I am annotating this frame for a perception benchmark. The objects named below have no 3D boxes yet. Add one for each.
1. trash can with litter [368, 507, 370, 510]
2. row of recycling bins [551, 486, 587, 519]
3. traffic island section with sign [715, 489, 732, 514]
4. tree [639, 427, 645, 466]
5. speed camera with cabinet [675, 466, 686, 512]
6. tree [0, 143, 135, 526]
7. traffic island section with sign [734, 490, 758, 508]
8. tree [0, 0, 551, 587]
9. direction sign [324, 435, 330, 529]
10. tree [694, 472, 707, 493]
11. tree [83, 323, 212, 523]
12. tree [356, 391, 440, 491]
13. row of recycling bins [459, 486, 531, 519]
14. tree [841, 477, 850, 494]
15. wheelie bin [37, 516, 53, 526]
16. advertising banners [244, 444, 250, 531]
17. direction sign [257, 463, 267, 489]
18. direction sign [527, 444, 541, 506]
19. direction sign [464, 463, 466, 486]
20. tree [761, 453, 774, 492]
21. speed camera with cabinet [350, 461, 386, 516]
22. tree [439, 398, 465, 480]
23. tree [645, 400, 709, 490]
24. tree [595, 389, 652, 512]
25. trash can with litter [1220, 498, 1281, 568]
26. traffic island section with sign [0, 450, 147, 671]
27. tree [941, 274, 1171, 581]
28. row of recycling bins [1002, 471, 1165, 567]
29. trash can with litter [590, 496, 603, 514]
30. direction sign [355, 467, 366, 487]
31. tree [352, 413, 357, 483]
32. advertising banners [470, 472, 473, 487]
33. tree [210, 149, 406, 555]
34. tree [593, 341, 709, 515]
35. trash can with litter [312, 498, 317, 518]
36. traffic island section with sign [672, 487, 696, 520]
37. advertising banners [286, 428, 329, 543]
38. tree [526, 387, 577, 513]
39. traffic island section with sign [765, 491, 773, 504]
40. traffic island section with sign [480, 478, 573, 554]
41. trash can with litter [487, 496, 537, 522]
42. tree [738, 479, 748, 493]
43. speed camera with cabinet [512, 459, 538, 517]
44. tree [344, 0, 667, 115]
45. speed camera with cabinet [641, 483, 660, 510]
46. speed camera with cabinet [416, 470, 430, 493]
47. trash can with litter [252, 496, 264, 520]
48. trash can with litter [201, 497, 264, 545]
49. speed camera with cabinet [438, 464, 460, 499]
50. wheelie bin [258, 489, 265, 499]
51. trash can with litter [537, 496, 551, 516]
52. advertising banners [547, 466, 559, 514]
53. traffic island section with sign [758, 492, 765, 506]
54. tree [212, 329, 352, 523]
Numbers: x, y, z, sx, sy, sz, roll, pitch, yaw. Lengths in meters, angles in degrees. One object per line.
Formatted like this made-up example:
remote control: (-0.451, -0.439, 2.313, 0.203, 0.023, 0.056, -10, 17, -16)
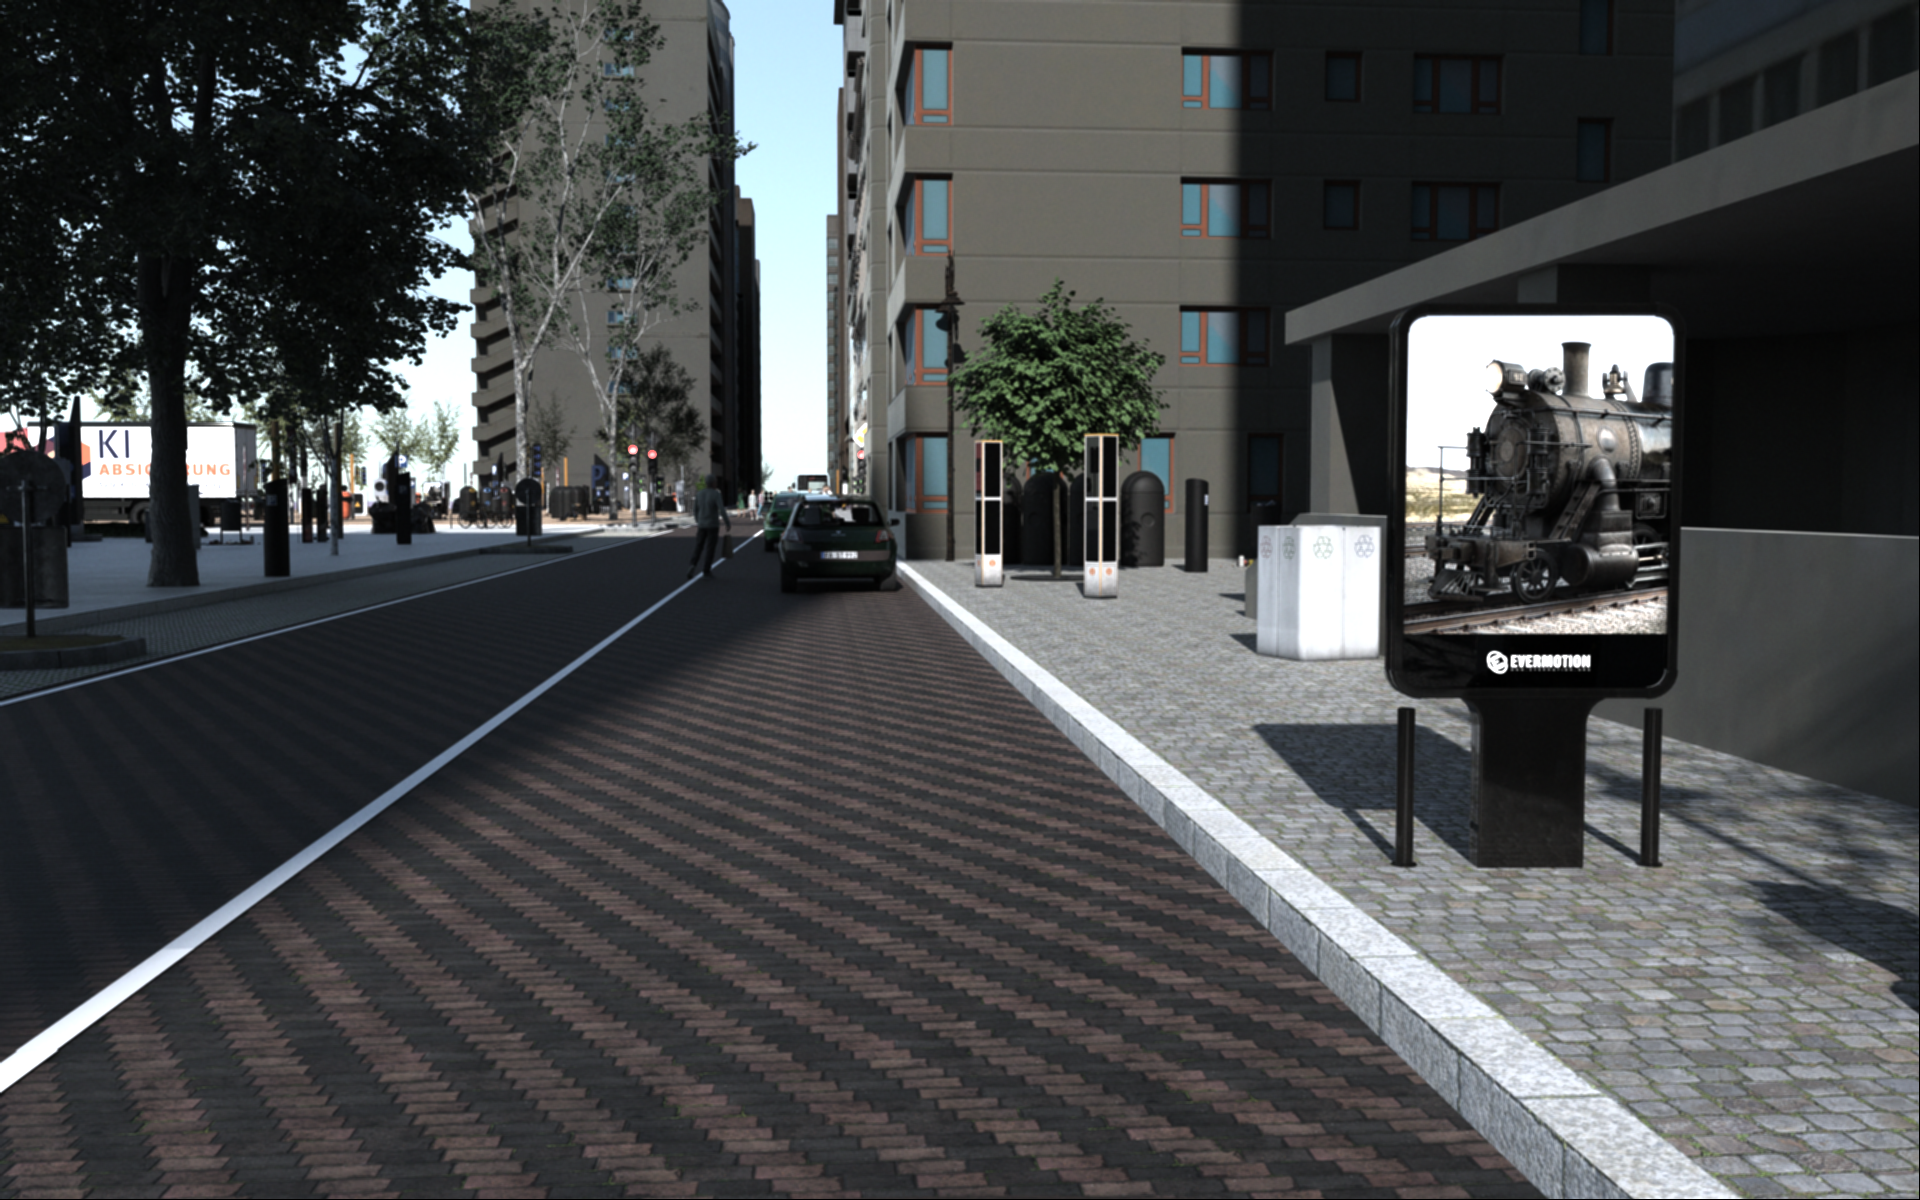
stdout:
trash can with litter: (-47.341, -7.739, 137.921, 1.055, 1.170, 0.624, 1, 4, 23)
row of recycling bins: (-20.438, -5.087, 90.291, 1.069, 1.692, 3.534, -2, 4, -33)
traffic island section with sign: (-17.414, -7.070, 124.223, 1.989, 1.847, 2.006, 0, 4, -5)
tree: (-24.516, -11.783, 143.018, 4.360, 8.622, 3.978, 0, 3, 0)
speed camera with cabinet: (-19.752, -7.835, 122.434, 0.660, 3.252, 2.038, 0, 4, -5)
tree: (-18.970, -5.179, 35.037, 4.360, 8.622, 3.978, 0, 3, 0)
traffic island section with sign: (-21.566, -10.078, 173.400, 1.989, 1.847, 2.006, 0, 4, -5)
tree: (-10.907, -7.169, 23.861, 9.857, 13.997, 8.962, 0, 3, 0)
direction sign: (-23.360, -4.395, 63.855, 0.379, 3.537, 0.876, -2, 4, -26)
tree: (-22.153, -9.433, 148.830, 1.663, 3.219, 1.824, 0, 3, 0)
tree: (-35.486, -7.585, 74.369, 4.737, 8.622, 4.395, 0, 3, 0)
tree: (-38.807, -10.360, 119.746, 4.737, 8.622, 4.395, 0, 3, 0)
row of recycling bins: (-23.877, -5.007, 88.970, 3.534, 1.692, 1.069, -1, 4, -20)
tree: (-9.782, -9.665, 152.632, 1.663, 3.219, 1.824, 0, 3, 0)
wheelie bin: (-25.388, -2.456, 48.066, 0.980, 1.594, 0.693, 0, 4, -4)
advertising banners: (-25.014, -3.946, 60.709, 0.090, 3.025, 2.074, -1, 4, -19)
direction sign: (-49.847, -8.039, 123.434, 0.876, 3.537, 0.379, 0, 4, 4)
direction sign: (-19.212, -5.241, 77.683, 0.876, 3.537, 0.379, -2, 4, -35)
direction sign: (-36.087, -8.219, 126.378, 0.379, 3.537, 0.876, -1, 4, -21)
tree: (-35.207, -21.801, 306.810, 4.360, 8.622, 3.978, 0, 3, 0)
speed camera with cabinet: (-34.833, -6.576, 101.849, 2.038, 3.252, 0.660, -1, 4, -15)
tree: (-39.213, -11.009, 130.363, 4.737, 8.622, 4.395, 0, 3, 0)
tree: (-21.078, -11.054, 131.095, 4.360, 8.622, 3.978, 0, 3, 0)
tree: (-23.050, -10.403, 120.458, 4.737, 8.622, 4.395, 0, 3, 0)
trash can with litter: (5.774, -1.192, 30.548, 2.233, 1.210, 1.678, 1, 4, 16)
traffic island section with sign: (-8.170, -0.377, 14.786, 1.989, 1.847, 2.006, 0, 4, -5)
tree: (1.450, -2.597, 26.169, 4.285, 4.588, 4.351, 0, 3, 0)
row of recycling bins: (2.003, -1.482, 31.337, 3.534, 1.692, 1.069, 2, 4, 24)
trash can with litter: (-23.854, -6.209, 112.897, 0.624, 1.170, 1.055, 3, 5, 40)
direction sign: (-49.741, -9.284, 143.797, 0.876, 3.537, 0.379, 0, 4, -6)
tree: (-44.628, -10.759, 126.265, 4.737, 8.622, 4.395, 0, 3, 0)
advertising banners: (-39.921, -8.821, 140.410, 0.090, 3.025, 2.074, -3, 4, -39)
tree: (-13.325, -5.259, 36.344, 4.360, 8.622, 3.978, 0, 3, 0)
tree: (-18.529, -10.404, 104.514, 7.601, 10.594, 8.767, -3, 5, -39)
trash can with litter: (-34.049, -4.913, 91.716, 1.055, 1.170, 0.624, -1, 4, -8)
traffic island section with sign: (-15.137, -5.427, 97.364, 1.989, 1.847, 2.006, 0, 4, -5)
advertising banners: (-17.232, -3.028, 45.703, 0.090, 3.025, 2.074, 1, 4, 8)
tree: (-28.588, -10.375, 119.991, 4.360, 8.622, 3.978, 0, 3, 0)
traffic island section with sign: (-28.535, -15.122, 255.878, 1.989, 1.847, 2.006, 0, 4, -5)
traffic island section with sign: (-10.463, -2.039, 41.969, 1.989, 1.847, 2.006, 0, 4, -5)
trash can with litter: (-21.192, -4.263, 80.758, 2.233, 1.210, 1.678, -2, 4, -29)
tree: (-28.222, -14.011, 223.679, 1.663, 3.219, 1.824, 0, 3, 0)
speed camera with cabinet: (-24.612, -6.261, 96.711, 2.038, 3.252, 0.660, -2, 4, -30)
tree: (-13.527, -12.303, 57.050, 12.611, 20.169, 13.585, 0, 3, 0)
speed camera with cabinet: (-24.675, -8.785, 137.968, 0.660, 3.252, 2.038, 1, 4, 20)
speed camera with cabinet: (-42.485, -8.684, 136.322, 2.038, 3.252, 0.660, -1, 4, -21)
trash can with litter: (-34.068, -4.470, 84.475, 1.055, 1.170, 0.624, 3, 5, 44)
trash can with litter: (-18.875, -2.018, 44.044, 2.233, 1.210, 1.678, 0, 4, 3)
speed camera with cabinet: (-33.423, -7.358, 114.632, 2.038, 3.252, 0.660, 0, 4, -7)
wheelie bin: (-46.330, -6.517, 114.458, 0.693, 1.594, 0.980, 1, 4, 19)
trash can with litter: (-24.724, -5.565, 102.051, 1.678, 1.210, 2.233, 2, 4, 25)
advertising banners: (-25.877, -6.977, 110.254, 0.090, 3.025, 2.074, -2, 4, -33)
traffic island section with sign: (-23.833, -11.721, 200.260, 1.989, 1.847, 2.006, 0, 4, -5)
tree: (-29.546, -7.665, 75.689, 4.737, 8.622, 4.395, 0, 3, 0)
